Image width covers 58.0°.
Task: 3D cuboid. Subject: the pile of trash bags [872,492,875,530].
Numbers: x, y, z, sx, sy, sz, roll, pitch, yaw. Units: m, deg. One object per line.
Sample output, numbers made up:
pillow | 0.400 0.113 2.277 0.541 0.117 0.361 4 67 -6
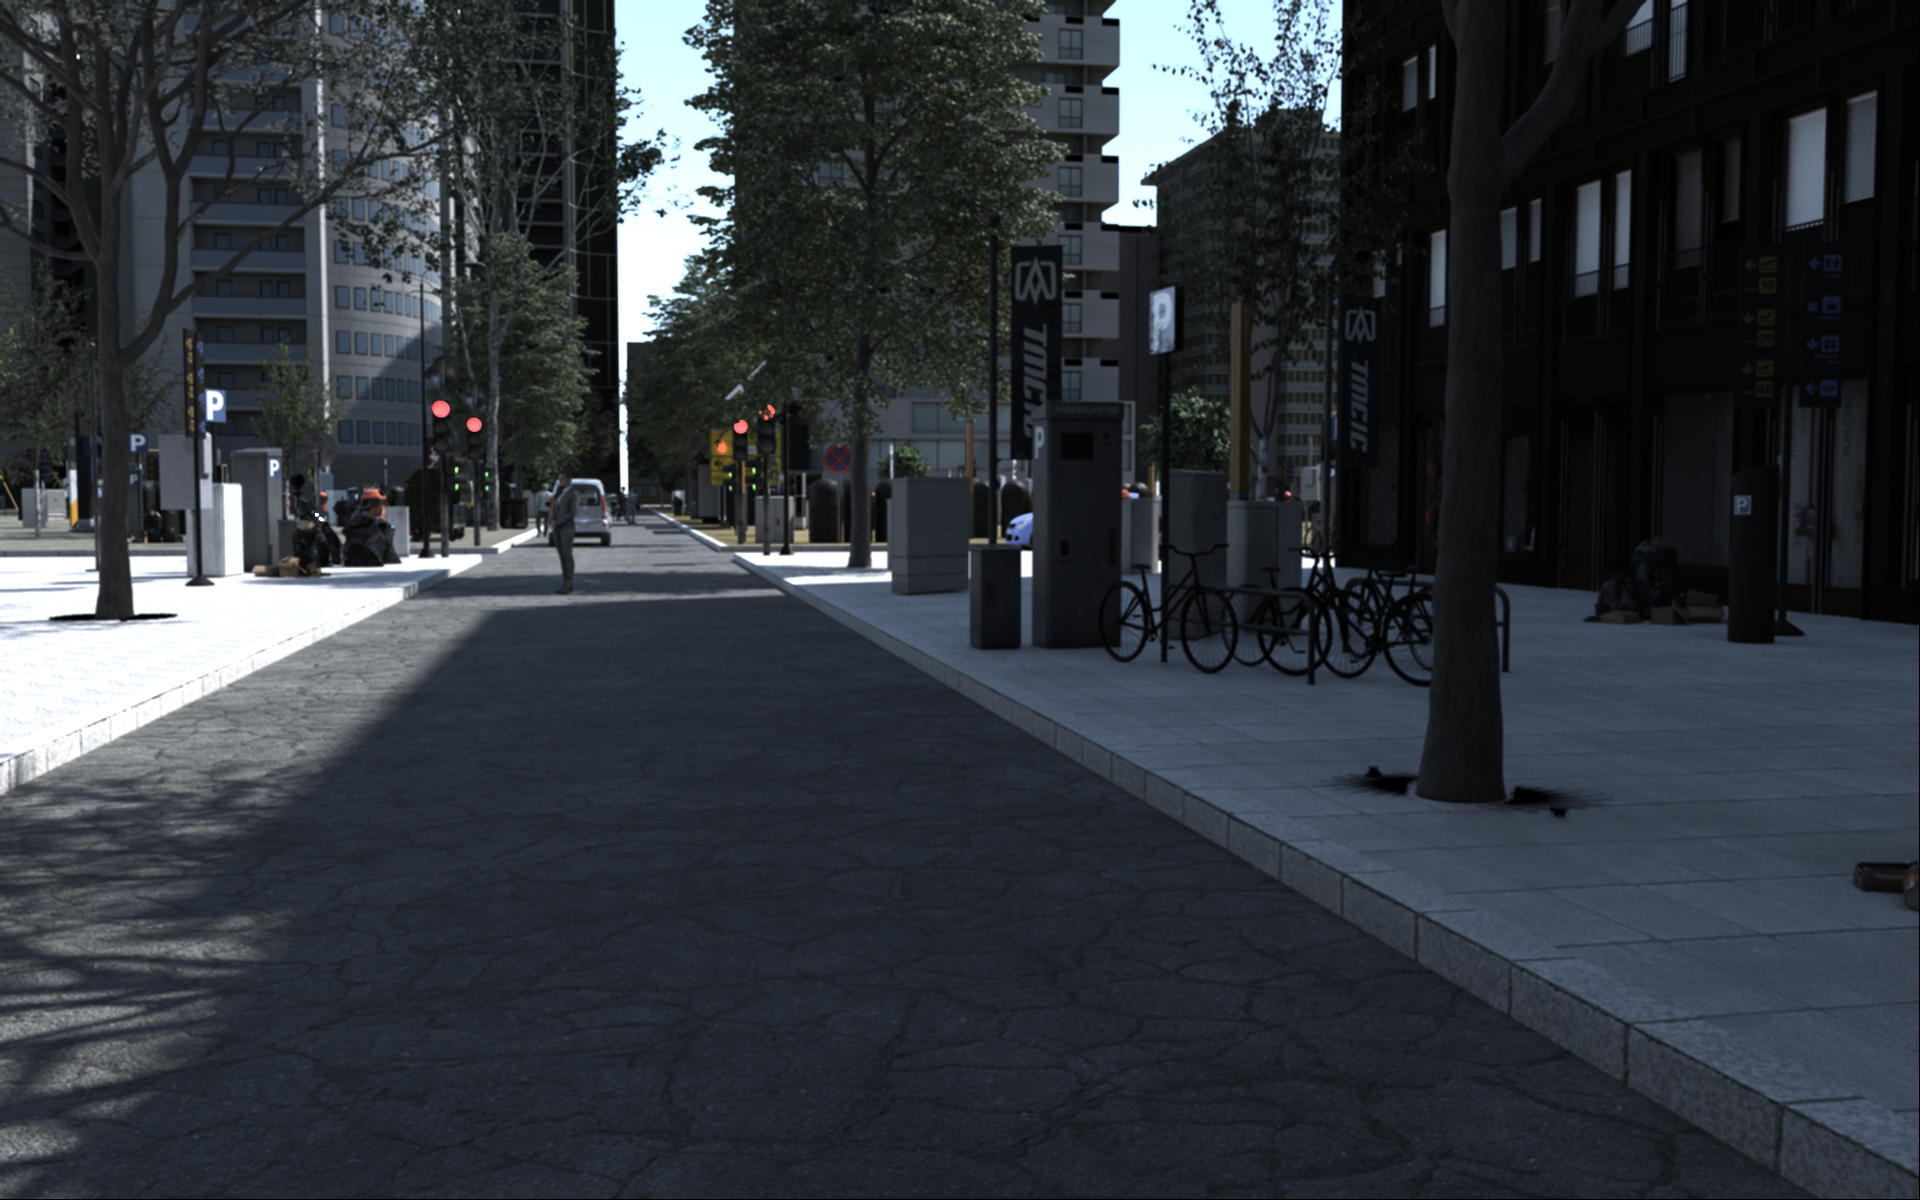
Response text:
pile of trash bags | -2.539 -3.243 62.778 1.912 1.369 3.447 -3 4 -37

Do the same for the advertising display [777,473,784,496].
advertising display | -5.451 -2.937 53.230 0.123 1.923 0.974 -1 4 -18

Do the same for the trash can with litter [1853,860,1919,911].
trash can with litter | 3.793 0.343 5.451 2.233 1.210 1.678 -1 4 -12

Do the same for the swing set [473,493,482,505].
swing set | -29.656 -6.950 111.255 3.119 2.851 2.862 0 4 0

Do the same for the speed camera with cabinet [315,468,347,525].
speed camera with cabinet | -26.567 -4.822 73.169 0.660 3.252 2.038 -3 5 -43

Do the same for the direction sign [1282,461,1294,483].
direction sign | 22.517 -7.766 118.977 0.876 3.537 0.379 -1 4 -12

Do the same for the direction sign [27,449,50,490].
direction sign | -46.224 -5.800 86.825 0.876 3.537 0.379 -2 4 -29

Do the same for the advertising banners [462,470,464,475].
advertising banners | -32.782 -7.123 112.652 2.074 3.025 0.090 3 5 42

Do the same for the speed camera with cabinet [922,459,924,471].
speed camera with cabinet | -2.796 -6.354 98.228 2.038 3.252 0.660 2 4 26

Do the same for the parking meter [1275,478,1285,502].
parking meter | 11.984 -3.617 64.851 0.255 1.863 0.399 -1 4 -13

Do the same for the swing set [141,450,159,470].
swing set | -28.657 -3.886 61.163 3.119 2.851 2.862 -1 4 -21

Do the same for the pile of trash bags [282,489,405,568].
pile of trash bags | -11.169 -1.345 31.741 1.912 1.369 3.447 0 4 -3

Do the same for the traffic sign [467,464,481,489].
traffic sign | -19.709 -4.333 70.852 0.884 2.594 0.081 0 4 -8

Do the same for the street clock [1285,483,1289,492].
street clock | 22.106 -6.882 117.094 0.358 2.002 0.471 0 4 6

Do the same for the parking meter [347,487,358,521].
parking meter | -22.012 -3.326 62.790 0.372 1.533 0.369 0 3 0

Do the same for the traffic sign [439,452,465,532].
traffic sign | -15.365 -3.198 52.396 0.768 2.556 0.104 0 4 -5

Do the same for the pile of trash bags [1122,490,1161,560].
pile of trash bags | 3.240 -1.536 34.872 1.912 1.369 3.447 0 4 4

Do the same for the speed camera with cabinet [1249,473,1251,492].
speed camera with cabinet | 11.743 -4.737 71.781 0.660 3.252 2.038 1 4 9

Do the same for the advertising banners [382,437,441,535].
advertising banners | -16.978 -3.511 53.601 2.074 3.025 0.090 0 4 2

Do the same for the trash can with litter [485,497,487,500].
trash can with litter | -19.808 -3.795 73.436 0.624 1.170 1.055 -1 4 -23

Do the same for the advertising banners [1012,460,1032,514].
advertising banners | 2.194 -3.961 60.952 0.090 3.025 2.074 2 4 24

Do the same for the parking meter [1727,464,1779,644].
parking meter | 6.858 -0.402 14.976 0.372 1.533 0.369 0 3 0

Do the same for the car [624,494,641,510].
car | -30.269 -9.174 158.791 1.959 1.807 4.718 -1 4 -11

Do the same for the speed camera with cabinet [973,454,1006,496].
speed camera with cabinet | 1.252 -5.613 86.104 2.038 3.252 0.660 2 4 28

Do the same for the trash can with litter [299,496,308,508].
trash can with litter | -34.305 -4.868 90.984 1.055 1.170 0.624 1 4 9

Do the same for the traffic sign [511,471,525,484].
traffic sign | -23.918 -5.730 93.784 0.768 2.556 0.104 0 4 -5

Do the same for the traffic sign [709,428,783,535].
traffic sign | -6.650 -3.669 53.866 2.265 3.308 0.079 -1 4 -9

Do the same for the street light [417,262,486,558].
street light | -10.194 -3.805 34.752 1.470 5.913 1.316 -1 4 -11

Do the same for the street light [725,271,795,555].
street light | -4.180 -3.893 36.188 1.470 5.913 1.316 -1 4 -11

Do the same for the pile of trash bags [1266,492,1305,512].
pile of trash bags | 16.647 -4.623 85.344 3.447 1.369 1.912 0 3 0

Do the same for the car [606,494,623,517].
car | -22.263 -5.961 109.267 2.131 1.459 4.920 -1 4 -13

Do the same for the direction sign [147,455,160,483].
direction sign | -47.106 -6.695 101.453 0.876 3.537 0.379 0 4 -4

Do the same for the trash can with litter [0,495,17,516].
trash can with litter | -55.868 -5.543 101.691 1.678 1.210 2.233 3 4 37

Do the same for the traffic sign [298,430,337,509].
traffic sign | -12.775 -2.101 34.460 0.768 2.556 0.104 0 4 -6

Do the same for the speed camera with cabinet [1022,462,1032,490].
speed camera with cabinet | 4.619 -6.806 105.610 0.660 3.252 2.038 -2 4 -34

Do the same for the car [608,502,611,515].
car | -18.176 -4.502 85.606 2.014 1.417 4.499 -1 4 -13

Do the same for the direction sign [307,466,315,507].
direction sign | -31.424 -5.631 84.070 0.379 3.537 0.876 1 4 10

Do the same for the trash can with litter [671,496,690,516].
trash can with litter | -16.220 -5.470 100.818 1.055 1.170 0.624 -2 4 -30

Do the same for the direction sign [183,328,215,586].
direction sign | -10.661 -1.969 24.189 0.379 3.537 0.876 -1 4 -9

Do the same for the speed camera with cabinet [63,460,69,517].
speed camera with cabinet | -50.965 -6.363 98.373 0.660 3.252 2.038 1 4 10

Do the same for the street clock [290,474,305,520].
street clock | -23.771 -3.523 62.176 0.358 2.002 0.471 2 4 26

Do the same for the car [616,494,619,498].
car | -35.390 -10.030 175.789 2.131 1.459 4.920 -1 4 -10

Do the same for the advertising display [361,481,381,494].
advertising display | -28.452 -4.802 83.734 0.123 1.923 0.974 3 5 40

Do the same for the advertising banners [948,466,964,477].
advertising banners | -0.496 -6.797 107.314 2.074 3.025 0.090 3 5 42

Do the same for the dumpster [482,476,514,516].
dumpster | -22.629 -5.019 84.550 1.502 2.255 1.985 -1 4 -11

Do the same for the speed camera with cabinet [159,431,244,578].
speed camera with cabinet | -11.571 -1.962 26.413 0.660 3.252 2.038 0 4 -5

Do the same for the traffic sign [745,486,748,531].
traffic sign | -7.365 -3.652 59.708 0.884 2.594 0.081 0 4 -4

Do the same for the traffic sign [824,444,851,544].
traffic sign | -3.118 -2.720 44.570 0.768 2.556 0.104 -1 4 -8

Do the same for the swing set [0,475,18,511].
swing set | -49.631 -5.498 87.508 2.862 2.851 3.119 0 4 -1

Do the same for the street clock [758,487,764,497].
street clock | -6.271 -3.074 54.825 0.358 2.002 0.471 -1 4 -10

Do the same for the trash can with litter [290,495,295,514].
trash can with litter | -42.504 -6.139 111.426 2.233 1.210 1.678 1 4 18

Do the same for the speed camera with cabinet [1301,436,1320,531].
speed camera with cabinet | 12.633 -3.955 58.998 2.038 3.252 0.660 3 5 43

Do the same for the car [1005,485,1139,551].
car | 2.981 -2.058 43.238 3.694 1.707 1.945 -1 4 -11

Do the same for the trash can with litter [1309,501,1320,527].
trash can with litter | 13.674 -3.287 65.130 1.055 1.170 0.624 0 4 7

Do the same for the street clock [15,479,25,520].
street clock | -45.835 -4.889 84.503 0.358 2.002 0.471 0 4 0

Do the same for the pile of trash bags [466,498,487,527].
pile of trash bags | -19.984 -3.591 68.472 3.447 1.369 1.912 1 4 21

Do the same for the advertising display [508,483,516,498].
advertising display | -25.716 -5.795 99.965 0.974 1.923 0.123 -2 4 -33
